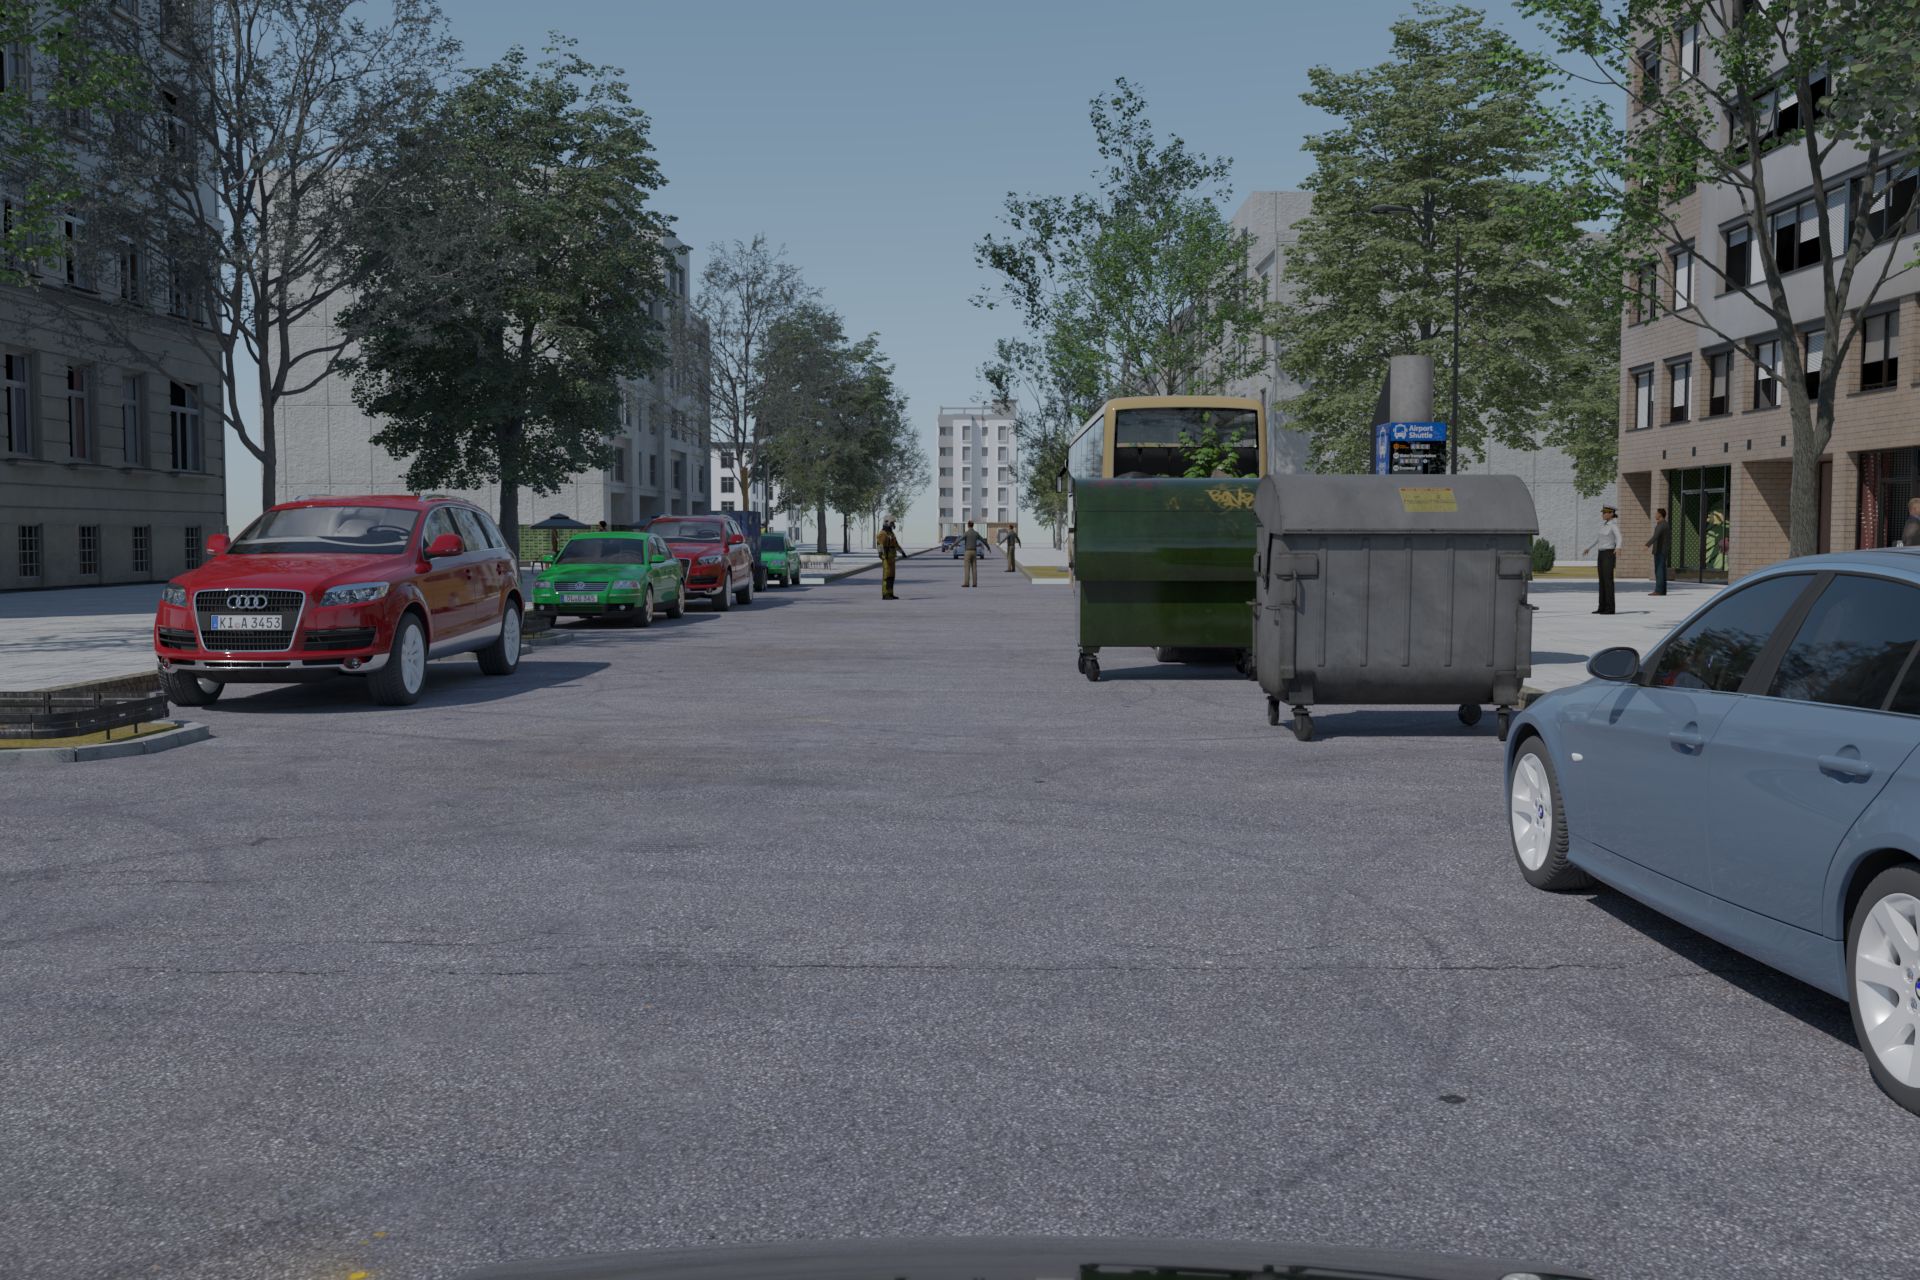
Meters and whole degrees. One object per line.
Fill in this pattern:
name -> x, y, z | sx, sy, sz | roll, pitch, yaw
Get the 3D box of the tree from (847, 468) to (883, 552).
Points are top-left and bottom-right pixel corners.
tree -> -7.664, -10.564, 123.080 | 4.737, 8.622, 4.395 | 0, 3, 0

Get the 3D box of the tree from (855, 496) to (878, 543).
tree -> -12.927, -18.173, 247.497 | 4.360, 8.622, 3.978 | 0, 3, 0

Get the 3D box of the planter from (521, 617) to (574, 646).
planter -> -6.203, -0.105, 22.858 | 1.991, 0.319, 1.994 | 0, 4, 1

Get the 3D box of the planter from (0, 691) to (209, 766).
planter -> -6.274, 0.578, 11.687 | 1.991, 0.319, 1.994 | 0, 4, 1

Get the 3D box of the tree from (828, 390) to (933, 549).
tree -> -7.332, -14.541, 148.117 | 12.009, 13.543, 11.850 | 0, 3, 0

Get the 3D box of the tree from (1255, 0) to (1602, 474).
tree -> 10.206, -7.283, 37.198 | 7.486, 12.596, 7.792 | 0, 3, 0

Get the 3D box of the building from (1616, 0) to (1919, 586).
building -> 28.266, -13.396, 25.604 | 21.656, 26.213, 47.522 | 0, 4, 1

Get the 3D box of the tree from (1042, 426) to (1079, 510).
tree -> 7.502, -10.074, 115.067 | 4.737, 8.622, 4.395 | 0, 3, 0

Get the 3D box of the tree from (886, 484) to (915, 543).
tree -> -8.523, -18.171, 247.454 | 4.737, 8.622, 4.395 | 0, 3, 0

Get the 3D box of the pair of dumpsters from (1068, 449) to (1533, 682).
pair of dumpsters -> 3.299, -0.753, 17.261 | 4.436, 2.255, 1.574 | 0, 4, 1

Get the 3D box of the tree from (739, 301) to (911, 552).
tree -> -7.539, -11.473, 94.242 | 9.857, 13.997, 8.962 | 0, 3, 0

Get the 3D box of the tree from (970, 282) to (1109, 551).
tree -> 7.128, -16.950, 133.021 | 12.611, 20.169, 13.585 | 0, 3, 0

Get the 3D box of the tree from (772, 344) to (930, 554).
tree -> -7.565, -12.390, 112.943 | 12.009, 13.543, 11.850 | 0, 3, 0

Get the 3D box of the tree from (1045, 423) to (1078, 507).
tree -> 7.304, -9.711, 109.133 | 4.360, 8.622, 3.978 | 0, 3, 0

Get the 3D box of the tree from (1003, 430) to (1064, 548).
tree -> 8.237, -13.457, 154.437 | 7.601, 10.594, 8.767 | 3, 5, 42

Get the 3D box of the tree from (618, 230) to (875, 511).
tree -> -8.751, -9.808, 70.726 | 12.009, 13.543, 11.850 | 0, 3, 0

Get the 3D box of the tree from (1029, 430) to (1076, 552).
tree -> 7.196, -10.525, 122.444 | 4.737, 8.622, 4.395 | 0, 3, 0

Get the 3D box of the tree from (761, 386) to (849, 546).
tree -> -8.197, -8.112, 83.000 | 4.360, 8.622, 3.978 | 0, 3, 0

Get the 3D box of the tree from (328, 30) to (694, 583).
tree -> -11.851, -8.450, 44.813 | 9.857, 13.997, 8.962 | 0, 3, 0

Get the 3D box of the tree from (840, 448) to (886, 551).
tree -> -7.543, -11.121, 132.190 | 4.737, 8.622, 4.395 | 0, 3, 0

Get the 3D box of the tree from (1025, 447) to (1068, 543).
tree -> 14.052, -20.472, 241.364 | 9.857, 13.997, 8.962 | 0, 3, 0

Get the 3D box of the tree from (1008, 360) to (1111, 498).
tree -> 7.002, -9.625, 91.783 | 8.767, 10.594, 7.601 | -2, 4, -32

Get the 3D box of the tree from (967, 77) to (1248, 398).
tree -> 6.367, -13.392, 74.845 | 12.611, 20.169, 13.585 | 0, 3, 0

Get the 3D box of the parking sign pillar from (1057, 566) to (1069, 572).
parking sign pillar -> 4.021, -4.308, 58.909 | 1.447, 3.967, 1.447 | 0, 4, 2

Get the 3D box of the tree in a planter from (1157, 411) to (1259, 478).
tree in a planter -> 3.622, -1.706, 25.122 | 1.991, 3.239, 1.994 | 0, 4, 0

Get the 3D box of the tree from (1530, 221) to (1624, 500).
tree -> 24.067, -8.828, 62.468 | 7.486, 12.596, 7.792 | 0, 3, 0

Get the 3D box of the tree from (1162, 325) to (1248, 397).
tree -> 8.828, -6.758, 60.851 | 4.360, 8.622, 3.978 | 0, 3, 0

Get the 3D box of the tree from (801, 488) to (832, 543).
tree -> -22.569, -20.450, 244.720 | 12.009, 13.543, 11.850 | 0, 3, 0

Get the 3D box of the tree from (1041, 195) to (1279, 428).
tree -> 6.107, -7.796, 53.219 | 9.928, 11.665, 9.643 | 0, 3, 0

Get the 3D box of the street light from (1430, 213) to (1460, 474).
street light -> 7.562, -3.181, 24.554 | 1.470, 5.913, 1.316 | 0, 4, 1

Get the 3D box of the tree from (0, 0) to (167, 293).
tree -> -12.367, -5.674, 18.522 | 9.928, 11.665, 9.643 | 0, 3, 0

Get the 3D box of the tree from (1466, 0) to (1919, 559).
tree -> 9.780, -5.747, 19.727 | 9.928, 11.665, 9.643 | 0, 3, 0

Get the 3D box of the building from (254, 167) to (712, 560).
building -> -25.318, -14.260, 99.610 | 16.747, 18.905, 31.486 | 0, 4, 1

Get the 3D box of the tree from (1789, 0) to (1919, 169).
tree -> 9.374, -6.329, 10.129 | 9.857, 13.997, 8.962 | 0, 3, 0

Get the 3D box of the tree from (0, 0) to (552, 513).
tree -> -12.415, -7.352, 30.580 | 12.009, 13.543, 11.850 | 0, 3, 0

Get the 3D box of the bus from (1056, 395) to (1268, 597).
bus -> 3.522, -2.511, 32.599 | 2.896, 3.916, 12.252 | 0, 4, 1

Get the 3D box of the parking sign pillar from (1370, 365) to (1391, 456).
parking sign pillar -> 7.064, -2.442, 28.402 | 1.447, 3.967, 1.447 | 0, 4, 1

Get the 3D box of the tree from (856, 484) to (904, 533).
tree -> -11.139, -18.730, 240.652 | 7.601, 10.594, 8.767 | 0, 4, 1
